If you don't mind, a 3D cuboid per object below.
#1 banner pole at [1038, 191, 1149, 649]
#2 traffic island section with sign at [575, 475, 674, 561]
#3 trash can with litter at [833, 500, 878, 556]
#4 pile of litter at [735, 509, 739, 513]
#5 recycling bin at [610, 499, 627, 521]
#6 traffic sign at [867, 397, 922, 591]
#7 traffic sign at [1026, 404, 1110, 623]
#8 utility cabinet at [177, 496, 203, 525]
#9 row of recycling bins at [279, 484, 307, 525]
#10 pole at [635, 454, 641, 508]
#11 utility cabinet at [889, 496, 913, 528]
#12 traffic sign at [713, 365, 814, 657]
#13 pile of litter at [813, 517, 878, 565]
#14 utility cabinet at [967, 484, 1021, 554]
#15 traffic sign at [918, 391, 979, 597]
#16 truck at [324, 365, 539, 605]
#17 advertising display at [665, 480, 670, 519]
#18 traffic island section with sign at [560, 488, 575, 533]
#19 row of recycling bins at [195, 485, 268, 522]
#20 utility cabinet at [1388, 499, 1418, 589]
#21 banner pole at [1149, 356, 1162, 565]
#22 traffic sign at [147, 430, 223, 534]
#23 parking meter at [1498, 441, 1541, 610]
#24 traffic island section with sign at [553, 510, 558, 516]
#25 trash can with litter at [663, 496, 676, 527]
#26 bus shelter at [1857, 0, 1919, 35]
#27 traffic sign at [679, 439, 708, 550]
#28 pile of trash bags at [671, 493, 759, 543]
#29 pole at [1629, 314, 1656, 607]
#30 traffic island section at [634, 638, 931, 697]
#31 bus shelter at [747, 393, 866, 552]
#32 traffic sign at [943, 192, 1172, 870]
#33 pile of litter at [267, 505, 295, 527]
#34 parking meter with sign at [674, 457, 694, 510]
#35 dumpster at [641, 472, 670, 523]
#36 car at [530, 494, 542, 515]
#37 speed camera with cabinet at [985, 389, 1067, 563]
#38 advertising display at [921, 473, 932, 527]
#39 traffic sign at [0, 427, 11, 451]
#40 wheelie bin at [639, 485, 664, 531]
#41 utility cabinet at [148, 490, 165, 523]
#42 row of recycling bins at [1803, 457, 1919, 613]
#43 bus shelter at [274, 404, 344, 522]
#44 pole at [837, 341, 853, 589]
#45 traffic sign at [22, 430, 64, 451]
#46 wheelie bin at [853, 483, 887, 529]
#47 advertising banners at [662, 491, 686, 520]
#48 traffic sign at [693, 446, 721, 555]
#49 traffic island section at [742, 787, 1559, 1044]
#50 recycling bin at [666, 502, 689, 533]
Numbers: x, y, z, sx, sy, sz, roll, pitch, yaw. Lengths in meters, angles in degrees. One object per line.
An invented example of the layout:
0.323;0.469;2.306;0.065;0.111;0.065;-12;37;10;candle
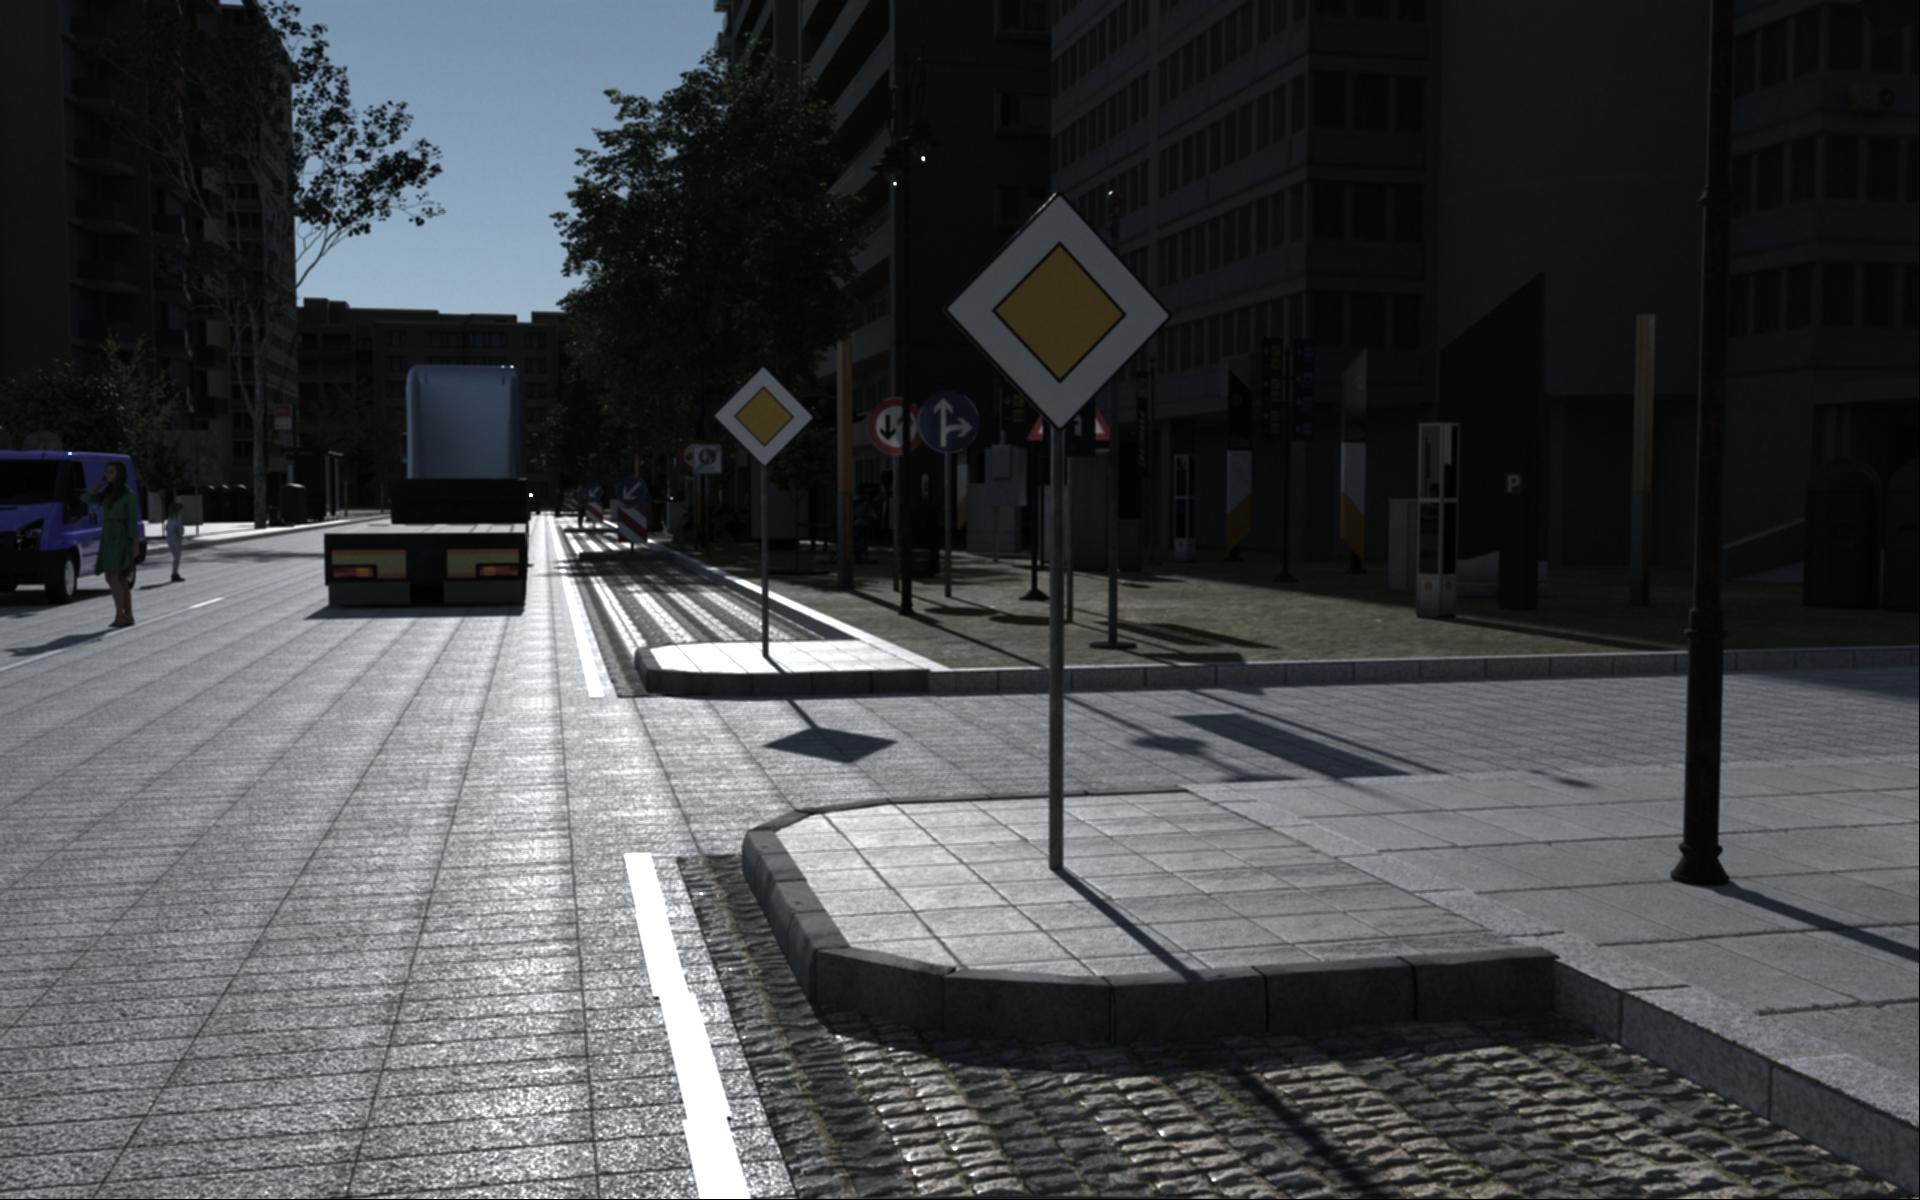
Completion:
1.059;-1.488;14.351;0.863;3.779;0.401;-1;4;-16;banner pole
-7.269;-1.774;37.637;1.989;1.847;2.006;-1;4;-13;traffic island section with sign
-2.077;-1.376;33.887;0.624;1.170;1.055;1;4;20;trash can with litter
-7.040;-2.432;53.723;1.176;0.858;1.719;-1;4;-16;pile of litter
-16.080;-4.223;81.599;0.722;1.027;0.722;0;4;-7;recycling bin
-0.844;-1.394;22.896;0.768;2.556;0.104;0;4;-8;traffic sign
1.096;-1.055;17.247;0.884;2.594;0.081;0;4;-5;traffic sign
-31.782;-3.689;71.473;0.306;1.237;1.020;2;4;28;utility cabinet
-28.231;-4.054;73.388;1.069;1.692;3.534;-1;4;-16;row of recycling bins
-11.612;-4.203;62.566;0.158;3.312;0.155;0;3;0;pole
-1.696;-2.369;49.889;0.306;1.237;1.020;2;4;23;utility cabinet
-1.541;-0.611;13.633;0.795;2.450;0.064;-1;4;-13;traffic sign
-2.123;-1.097;31.898;1.176;0.858;1.719;-1;4;-13;pile of litter
0.723;-1.715;36.720;1.173;1.500;0.318;2;4;31;utility cabinet
-0.148;-1.311;21.544;0.768;2.556;0.104;0;4;-6;traffic sign
-8.949;-2.505;30.708;2.967;4.110;18.799;-1;4;-14;truck
-13.399;-4.536;79.381;0.123;1.923;0.974;0;4;-1;advertising display
-13.773;-3.423;64.599;1.989;1.847;2.006;-1;4;-13;traffic island section with sign
-33.664;-4.455;79.952;1.069;1.692;3.534;2;4;32;row of recycling bins
6.218;-0.772;23.782;0.306;1.237;1.020;3;4;36;utility cabinet
3.357;-2.523;31.261;0.401;3.779;0.863;2;4;33;banner pole
-24.632;-3.744;55.083;2.265;3.308;0.079;0;4;-7;traffic sign
6.217;-0.830;19.287;0.255;1.863;0.399;-3;4;-38;parking meter
-25.321;-6.363;112.659;1.989;1.847;2.006;-1;4;-13;traffic island section with sign
-11.688;-3.459;67.616;1.678;1.210;2.233;3;5;45;trash can with litter
4.489;-0.564;3.153;2.014;3.302;5.546;-1;4;-13;bus shelter
-6.100;-2.439;39.990;0.768;2.556;0.104;0;4;-8;traffic sign
-6.228;-2.259;46.681;1.912;1.369;3.447;1;4;22;pile of trash bags
7.782;-1.584;19.749;0.158;3.312;0.155;0;3;0;pole
-1.520;0.524;13.715;2.009;0.180;2.903;-1;4;-13;traffic island section
-3.515;-2.663;37.469;2.014;3.302;5.546;-1;4;-14;bus shelter
0.326;-0.136;5.868;0.795;2.450;0.064;-1;4;-13;traffic sign
-26.733;-3.307;68.031;1.176;0.858;1.719;-1;4;-20;pile of litter
-12.560;-5.223;81.660;1.738;3.016;0.543;-1;4;-22;parking meter with sign
-13.567;-4.509;76.210;1.502;2.255;1.985;-1;4;-14;dumpster
-30.420;-6.716;121.599;2.131;1.459;4.920;-1;4;-12;car
1.521;-2.337;32.548;2.038;3.252;0.660;1;4;19;speed camera with cabinet
-1.018;-2.925;53.044;0.123;1.923;0.974;-1;4;-14;advertising display
-17.357;-1.886;30.945;0.768;2.556;0.104;-1;4;-11;traffic sign
-10.706;-3.179;59.878;0.693;1.594;0.980;2;4;30;wheelie bin
-35.112;-4.094;75.616;0.318;1.500;1.173;0;4;-6;utility cabinet
10.959;-0.707;18.677;1.069;1.692;3.534;-3;5;-44;row of recycling bins
-30.134;-6.269;80.125;2.179;5.291;8.768;-1;4;-14;bus shelter
-1.546;-1.800;23.280;0.158;3.312;0.155;0;3;0;pole
-18.284;-2.107;34.553;0.768;2.556;0.104;-1;4;-12;traffic sign
-2.496;-2.491;48.638;0.980;1.594;0.693;-1;4;-20;wheelie bin
-13.659;-5.440;85.137;2.074;3.025;0.090;-1;4;-10;advertising banners
-5.256;-2.076;36.080;0.606;2.300;0.079;-1;4;-9;traffic sign
0.347;0.999;5.951;2.009;0.180;2.903;-1;4;-13;traffic island section
-9.383;-2.759;57.671;0.722;1.027;0.722;-1;4;-14;recycling bin
